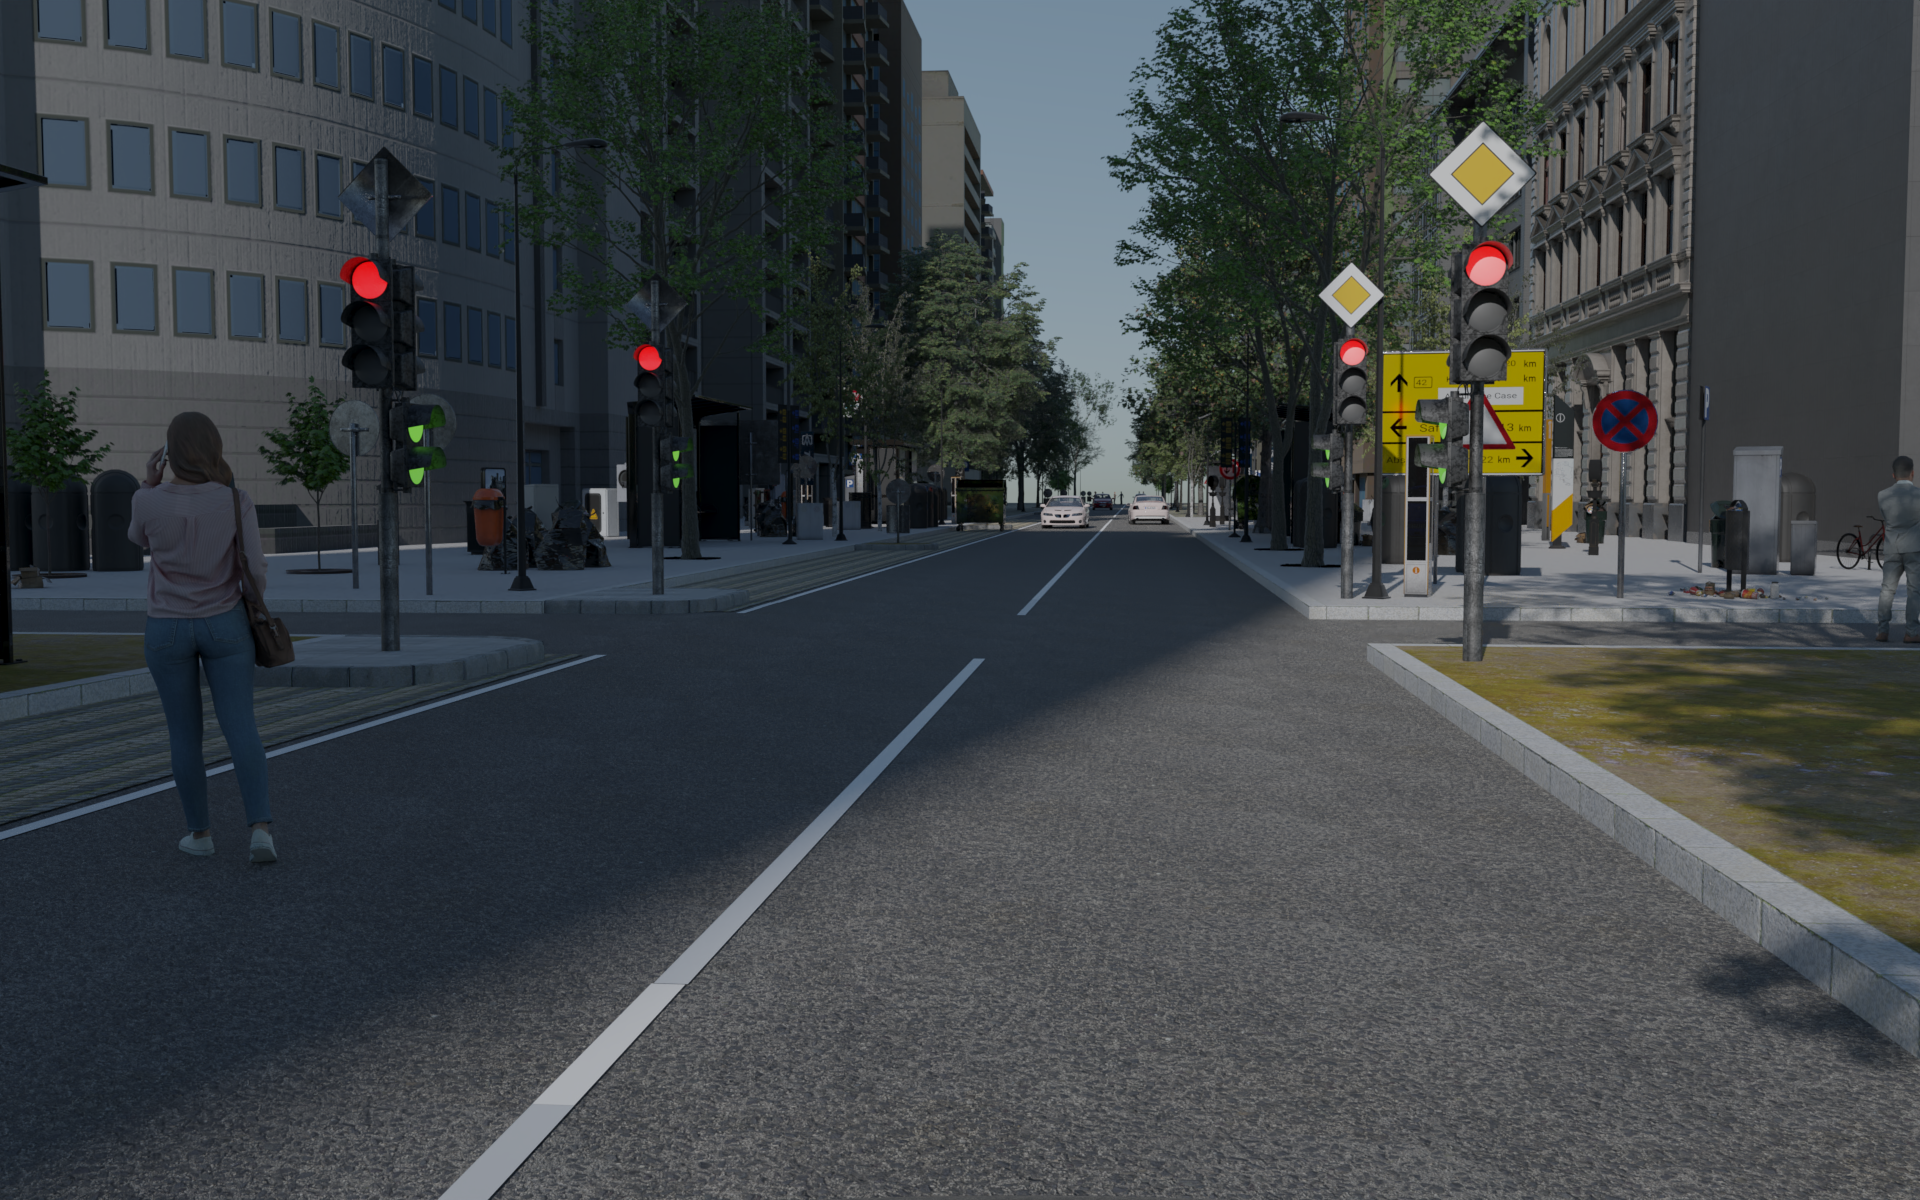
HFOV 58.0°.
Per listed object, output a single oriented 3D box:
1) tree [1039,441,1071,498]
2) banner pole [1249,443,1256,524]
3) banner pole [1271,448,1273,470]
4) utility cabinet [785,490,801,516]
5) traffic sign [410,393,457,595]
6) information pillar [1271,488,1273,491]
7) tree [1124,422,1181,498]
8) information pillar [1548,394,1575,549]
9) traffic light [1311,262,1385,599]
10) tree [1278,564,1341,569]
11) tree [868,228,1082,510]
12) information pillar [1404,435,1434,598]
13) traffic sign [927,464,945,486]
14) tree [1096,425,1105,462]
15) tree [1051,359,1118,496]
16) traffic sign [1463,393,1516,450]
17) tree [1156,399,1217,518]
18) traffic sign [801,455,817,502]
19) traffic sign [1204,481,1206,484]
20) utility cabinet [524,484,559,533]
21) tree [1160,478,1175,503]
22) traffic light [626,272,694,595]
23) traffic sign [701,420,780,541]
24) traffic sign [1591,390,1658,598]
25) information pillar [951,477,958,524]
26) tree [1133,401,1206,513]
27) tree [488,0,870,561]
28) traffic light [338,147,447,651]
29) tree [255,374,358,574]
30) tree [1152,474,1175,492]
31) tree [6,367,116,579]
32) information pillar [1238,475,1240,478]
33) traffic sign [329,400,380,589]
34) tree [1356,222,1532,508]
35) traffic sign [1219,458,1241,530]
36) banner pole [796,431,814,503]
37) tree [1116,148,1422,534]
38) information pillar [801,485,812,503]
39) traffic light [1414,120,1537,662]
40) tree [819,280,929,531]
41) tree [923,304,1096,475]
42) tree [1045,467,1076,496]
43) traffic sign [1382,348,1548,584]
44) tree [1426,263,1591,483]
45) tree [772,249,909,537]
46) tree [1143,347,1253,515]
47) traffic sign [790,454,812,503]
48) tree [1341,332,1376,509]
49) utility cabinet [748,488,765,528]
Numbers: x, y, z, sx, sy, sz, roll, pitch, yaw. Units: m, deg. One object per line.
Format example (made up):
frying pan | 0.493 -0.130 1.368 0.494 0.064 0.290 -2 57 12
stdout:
tree | 8.605 -13.546 171.844 4.360 8.622 3.978 0 3 0
banner pole | 12.450 -5.147 74.165 0.401 3.779 0.863 -2 4 -33
banner pole | 14.553 -5.580 81.249 0.863 3.779 0.401 -1 4 -8
utility cabinet | -9.349 -5.459 97.941 1.173 1.500 0.318 0 4 -8
traffic sign | -6.742 -1.335 21.932 0.768 2.556 0.104 1 4 8
information pillar | 11.725 -3.673 64.545 0.304 2.012 0.304 3 4 36
tree | 25.260 -18.913 215.877 9.857 13.997 8.962 0 3 0
information pillar | 14.087 -3.007 40.518 0.504 3.616 0.183 0 4 -1
traffic light | 4.731 -1.972 21.156 0.839 4.253 0.868 0 4 6
tree | 6.390 -6.382 30.104 9.928 11.665 9.643 0 3 0
tree | 0.033 -10.761 82.591 9.857 13.997 8.962 0 3 0
information pillar | 5.716 -1.045 21.576 0.304 2.012 0.304 2 4 24
traffic sign | -1.041 -4.517 73.954 0.768 2.556 0.104 1 4 12
tree | 13.602 -19.135 223.232 12.009 13.543 11.850 0 3 0
tree | 15.976 -23.532 240.643 12.611 20.169 13.585 0 3 0
traffic sign | 6.220 -1.276 20.860 0.884 2.594 0.081 0 4 6
tree | 12.717 -8.723 92.981 4.360 8.622 3.978 0 3 0
traffic sign | -5.068 -3.478 56.969 0.768 2.556 0.104 1 4 13
traffic sign | 13.086 -5.492 89.803 0.884 2.594 0.081 1 4 12
utility cabinet | -9.305 -1.820 38.431 0.318 1.500 1.173 1 4 13
tree | 29.214 -15.520 248.353 1.663 3.219 1.824 0 3 0
traffic light | -3.838 -2.024 22.007 0.839 4.253 0.868 0 4 6
traffic sign | -6.067 -3.288 47.632 2.265 3.308 0.079 0 4 6
traffic sign | 8.131 -1.293 21.251 0.768 2.556 0.104 1 4 15
information pillar | -0.172 -4.312 74.988 0.304 2.012 0.304 -3 4 -38
tree | 17.425 -12.427 137.596 8.767 10.594 7.601 2 4 29
tree | -5.449 -6.601 33.688 9.928 11.665 9.643 0 3 0
traffic light | -4.645 -1.538 14.063 0.839 4.253 0.868 0 4 6
tree | -10.544 -2.045 28.032 1.663 3.219 1.824 0 3 0
tree | 28.329 -15.733 240.951 4.285 4.588 4.351 0 3 0
tree | -13.887 -1.958 26.620 1.663 3.219 1.824 0 3 0
information pillar | 10.783 -3.760 65.964 0.304 2.012 0.304 3 4 38
traffic sign | -8.197 -1.426 23.423 0.768 2.556 0.104 1 4 13
tree | 13.074 -5.870 46.341 4.737 8.622 4.395 0 3 0
traffic sign | 9.602 -3.761 61.604 0.768 2.556 0.104 1 4 13
banner pole | -5.496 -4.321 60.664 0.863 3.779 0.401 1 4 11
tree | 9.977 -8.510 56.153 9.611 12.733 9.660 0 3 0
information pillar | -5.762 -3.711 65.163 0.304 2.012 0.304 2 4 31
traffic light | 3.924 -1.486 13.212 0.839 4.253 0.868 0 4 6
tree | -2.790 -6.659 59.240 4.360 8.622 3.978 0 3 0
tree | 2.110 -12.282 111.177 12.009 13.543 11.850 0 3 0
tree | 11.133 -12.724 191.755 4.285 4.588 4.351 0 3 0
traffic sign | 7.077 -1.872 24.479 2.265 3.308 0.079 1 4 13
tree | 17.002 -6.315 53.616 4.360 8.622 3.978 0 3 0
tree | -3.718 -6.205 51.810 4.737 8.622 4.395 0 3 0
tree | 15.043 -11.421 104.852 7.486 12.596 7.792 0 3 0
traffic sign | -5.216 -3.430 56.079 0.884 2.594 0.081 1 4 9
tree | 14.386 -7.029 65.284 4.360 8.622 3.978 0 3 0
utility cabinet | -7.742 -3.498 65.865 0.318 1.500 1.173 1 4 10
